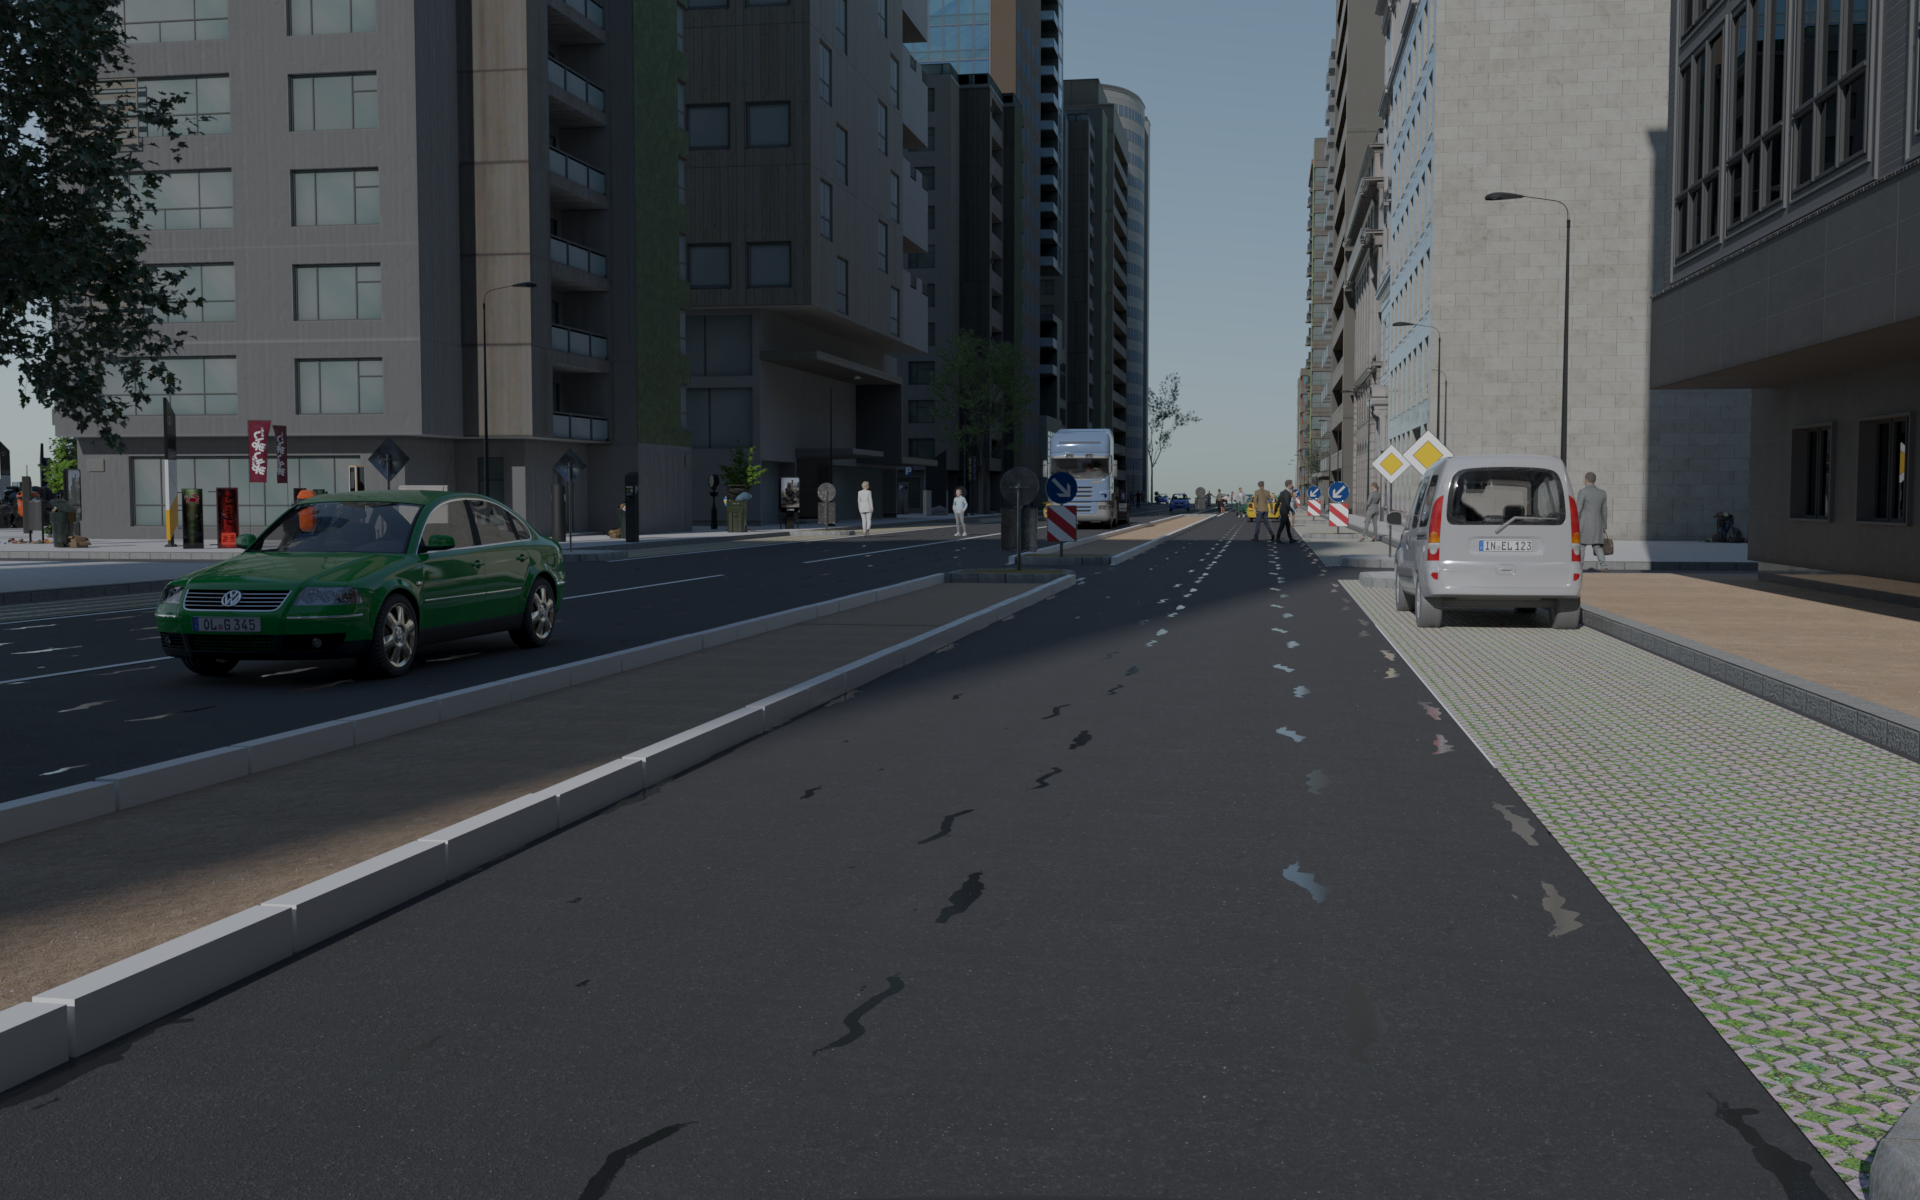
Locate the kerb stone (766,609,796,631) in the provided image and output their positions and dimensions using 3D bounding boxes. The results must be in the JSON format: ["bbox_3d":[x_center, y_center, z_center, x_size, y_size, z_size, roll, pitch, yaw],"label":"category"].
[{"bbox_3d":[-1.968,0.230,18.429,0.120,0.150,1.000,1,4,10],"label":"kerb stone"}]

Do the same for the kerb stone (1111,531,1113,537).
[{"bbox_3d":[4.891,-2.150,57.351,0.120,0.150,1.000,1,4,10],"label":"kerb stone"}]

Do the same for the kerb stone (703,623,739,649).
[{"bbox_3d":[-2.324,0.357,16.392,0.120,0.150,1.000,1,4,10],"label":"kerb stone"}]

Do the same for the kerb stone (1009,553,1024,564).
[{"bbox_3d":[1.150,-0.850,36.126,0.120,0.150,1.000,1,4,10],"label":"kerb stone"}]

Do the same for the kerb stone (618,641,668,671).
[{"bbox_3d":[-2.677,0.478,14.378,0.120,0.150,1.000,1,4,10],"label":"kerb stone"}]

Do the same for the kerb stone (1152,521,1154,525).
[{"bbox_3d":[8.459,-3.384,77.545,0.120,0.150,1.000,1,4,10],"label":"kerb stone"}]

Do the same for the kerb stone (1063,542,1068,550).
[{"bbox_3d":[2.581,-1.345,44.237,0.120,0.150,1.000,1,4,10],"label":"kerb stone"}]

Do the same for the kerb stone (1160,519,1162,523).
[{"bbox_3d":[9.522,-3.752,83.587,0.120,0.150,1.000,1,4,10],"label":"kerb stone"}]

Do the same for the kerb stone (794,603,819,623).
[{"bbox_3d":[-1.795,0.169,19.437,0.120,0.150,1.000,1,4,10],"label":"kerb stone"}]

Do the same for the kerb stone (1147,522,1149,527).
[{"bbox_3d":[7.924,-3.200,74.507,0.120,0.150,1.000,1,4,10],"label":"kerb stone"}]

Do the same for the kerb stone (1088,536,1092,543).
[{"bbox_3d":[3.658,-1.718,50.288,0.120,0.150,1.000,1,4,10],"label":"kerb stone"}]

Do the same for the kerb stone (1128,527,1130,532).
[{"bbox_3d":[6.146,-2.582,64.422,0.120,0.150,1.000,1,4,10],"label":"kerb stone"}]

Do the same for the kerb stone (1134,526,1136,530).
[{"bbox_3d":[6.673,-2.764,67.453,0.120,0.150,1.000,1,4,10],"label":"kerb stone"}]

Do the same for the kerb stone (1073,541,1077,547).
[{"bbox_3d":[2.943,-1.472,46.255,0.120,0.150,1.000,1,4,10],"label":"kerb stone"}]

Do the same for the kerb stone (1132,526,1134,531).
[{"bbox_3d":[6.500,-2.706,66.446,0.120,0.150,1.000,1,4,10],"label":"kerb stone"}]

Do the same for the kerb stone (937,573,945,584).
[{"bbox_3d":[-0.369,-0.326,27.524,0.120,0.150,1.000,1,4,10],"label":"kerb stone"}]

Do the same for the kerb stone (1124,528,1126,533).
[{"bbox_3d":[5.784,-2.459,62.407,0.120,0.150,1.000,1,4,10],"label":"kerb stone"}]

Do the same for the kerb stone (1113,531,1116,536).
[{"bbox_3d":[5.074,-2.211,58.365,0.120,0.150,1.000,1,4,10],"label":"kerb stone"}]

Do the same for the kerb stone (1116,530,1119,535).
[{"bbox_3d":[5.250,-2.274,59.376,0.120,0.150,1.000,1,4,10],"label":"kerb stone"}]

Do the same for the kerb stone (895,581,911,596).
[{"bbox_3d":[-0.895,-0.136,24.487,0.120,0.150,1.000,1,4,10],"label":"kerb stone"}]

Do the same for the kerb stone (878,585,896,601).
[{"bbox_3d":[-1.070,-0.076,23.480,0.120,0.150,1.000,1,4,10],"label":"kerb stone"}]

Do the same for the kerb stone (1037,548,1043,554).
[{"bbox_3d":[1.698,-1.039,39.181,0.120,0.150,1.000,1,4,10],"label":"kerb stone"}]

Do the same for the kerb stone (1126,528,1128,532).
[{"bbox_3d":[5.968,-2.520,63.415,0.120,0.150,1.000,1,4,10],"label":"kerb stone"}]

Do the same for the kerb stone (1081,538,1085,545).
[{"bbox_3d":[3.294,-1.595,48.269,0.120,0.150,1.000,1,4,10],"label":"kerb stone"}]

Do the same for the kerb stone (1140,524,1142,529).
[{"bbox_3d":[7.216,-2.953,70.473,0.120,0.150,1.000,1,4,10],"label":"kerb stone"}]

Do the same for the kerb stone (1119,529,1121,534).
[{"bbox_3d":[5.434,-2.330,60.384,0.120,0.150,1.000,1,4,10],"label":"kerb stone"}]

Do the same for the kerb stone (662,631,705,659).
[{"bbox_3d":[-2.510,0.416,15.386,0.120,0.150,1.000,1,4,10],"label":"kerb stone"}]

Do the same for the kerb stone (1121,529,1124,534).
[{"bbox_3d":[5.612,-2.398,61.400,0.120,0.150,1.000,1,4,10],"label":"kerb stone"}]

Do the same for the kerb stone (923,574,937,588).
[{"bbox_3d":[-0.544,-0.263,26.504,0.120,0.150,1.000,1,4,10],"label":"kerb stone"}]

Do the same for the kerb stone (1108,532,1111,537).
[{"bbox_3d":[4.719,-2.088,56.340,0.120,0.150,1.000,1,4,10],"label":"kerb stone"}]

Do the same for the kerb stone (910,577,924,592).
[{"bbox_3d":[-0.719,-0.202,25.494,0.120,0.150,1.000,1,4,10],"label":"kerb stone"}]

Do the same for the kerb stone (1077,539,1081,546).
[{"bbox_3d":[3.121,-1.529,47.262,0.120,0.150,1.000,1,4,10],"label":"kerb stone"}]

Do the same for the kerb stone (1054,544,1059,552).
[{"bbox_3d":[2.225,-1.224,42.208,0.120,0.150,1.000,1,4,10],"label":"kerb stone"}]

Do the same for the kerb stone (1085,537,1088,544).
[{"bbox_3d":[3.470,-1.655,49.284,0.120,0.150,1.000,1,4,10],"label":"kerb stone"}]

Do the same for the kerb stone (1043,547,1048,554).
[{"bbox_3d":[1.869,-1.101,40.189,0.120,0.150,1.000,1,4,10],"label":"kerb stone"}]

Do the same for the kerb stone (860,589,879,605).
[{"bbox_3d":[-1.257,-0.017,22.474,0.120,0.150,1.000,1,4,10],"label":"kerb stone"}]

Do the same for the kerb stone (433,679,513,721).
[{"bbox_3d":[-3.217,0.664,11.337,0.120,0.150,1.000,1,4,10],"label":"kerb stone"}]

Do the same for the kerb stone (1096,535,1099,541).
[{"bbox_3d":[4.012,-1.842,52.311,0.120,0.150,1.000,1,4,10],"label":"kerb stone"}]

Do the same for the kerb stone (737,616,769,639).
[{"bbox_3d":[-2.148,0.293,17.405,0.120,0.150,1.000,1,4,10],"label":"kerb stone"}]

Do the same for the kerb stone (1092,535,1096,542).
[{"bbox_3d":[3.831,-1.775,51.296,0.120,0.150,1.000,1,4,10],"label":"kerb stone"}]

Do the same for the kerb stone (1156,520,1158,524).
[{"bbox_3d":[8.982,-3.570,80.567,0.120,0.150,1.000,1,4,10],"label":"kerb stone"}]

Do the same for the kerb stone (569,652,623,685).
[{"bbox_3d":[-2.857,0.540,13.362,0.120,0.150,1.000,1,4,10],"label":"kerb stone"}]

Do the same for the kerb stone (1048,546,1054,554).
[{"bbox_3d":[2.044,-1.162,41.196,0.120,0.150,1.000,1,4,10],"label":"kerb stone"}]

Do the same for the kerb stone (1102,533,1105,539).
[{"bbox_3d":[4.365,-1.965,54.327,0.120,0.150,1.000,1,4,10],"label":"kerb stone"}]

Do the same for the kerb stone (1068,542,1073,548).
[{"bbox_3d":[2.767,-1.403,45.249,0.120,0.150,1.000,1,4,10],"label":"kerb stone"}]

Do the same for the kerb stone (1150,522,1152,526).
[{"bbox_3d":[8.272,-3.323,76.538,0.120,0.150,1.000,1,4,10],"label":"kerb stone"}]

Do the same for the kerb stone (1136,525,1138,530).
[{"bbox_3d":[6.853,-2.828,68.462,0.120,0.150,1.000,1,4,10],"label":"kerb stone"}]

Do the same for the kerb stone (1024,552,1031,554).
[{"bbox_3d":[1.334,-0.914,37.143,0.120,0.150,1.000,1,4,10],"label":"kerb stone"}]

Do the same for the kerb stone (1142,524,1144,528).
[{"bbox_3d":[7.384,-3.014,71.482,0.120,0.150,1.000,1,4,10],"label":"kerb stone"}]

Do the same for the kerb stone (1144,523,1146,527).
[{"bbox_3d":[7.565,-3.076,72.487,0.120,0.150,1.000,1,4,10],"label":"kerb stone"}]

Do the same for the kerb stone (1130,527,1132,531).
[{"bbox_3d":[6.322,-2.644,65.428,0.120,0.150,1.000,1,4,10],"label":"kerb stone"}]

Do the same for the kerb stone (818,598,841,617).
[{"bbox_3d":[-1.613,0.110,20.443,0.120,0.150,1.000,1,4,10],"label":"kerb stone"}]

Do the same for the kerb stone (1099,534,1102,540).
[{"bbox_3d":[4.184,-1.904,53.319,0.120,0.150,1.000,1,4,10],"label":"kerb stone"}]

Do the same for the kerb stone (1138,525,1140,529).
[{"bbox_3d":[7.033,-2.890,69.468,0.120,0.150,1.000,1,4,10],"label":"kerb stone"}]

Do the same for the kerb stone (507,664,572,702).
[{"bbox_3d":[-3.038,0.602,12.355,0.120,0.150,1.000,1,4,10],"label":"kerb stone"}]

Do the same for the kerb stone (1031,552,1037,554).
[{"bbox_3d":[1.516,-0.976,38.158,0.120,0.150,1.000,1,4,10],"label":"kerb stone"}]

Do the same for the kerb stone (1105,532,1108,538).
[{"bbox_3d":[4.541,-2.024,55.334,0.120,0.150,1.000,1,4,10],"label":"kerb stone"}]

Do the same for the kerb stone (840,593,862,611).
[{"bbox_3d":[-1.425,0.045,21.456,0.120,0.150,1.000,1,4,10],"label":"kerb stone"}]
